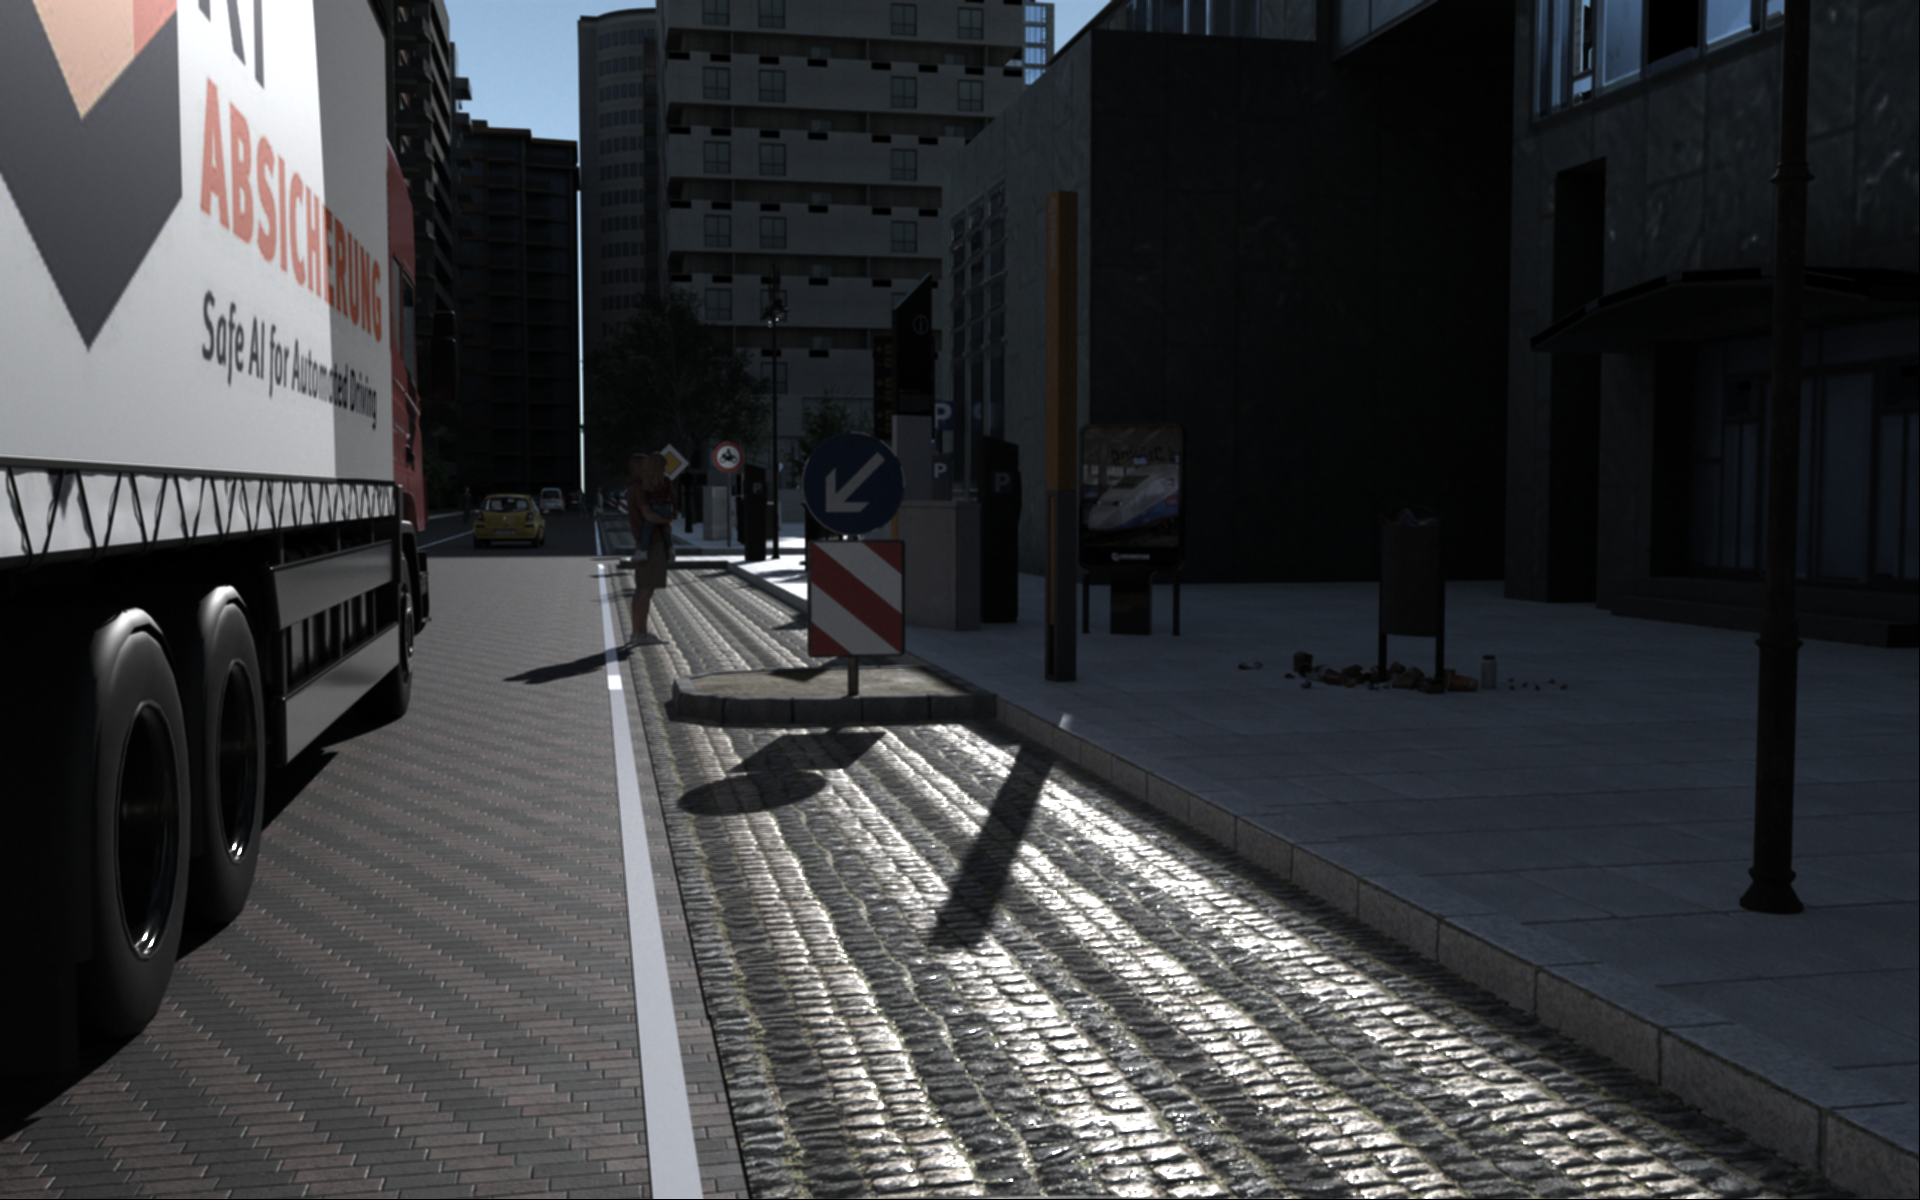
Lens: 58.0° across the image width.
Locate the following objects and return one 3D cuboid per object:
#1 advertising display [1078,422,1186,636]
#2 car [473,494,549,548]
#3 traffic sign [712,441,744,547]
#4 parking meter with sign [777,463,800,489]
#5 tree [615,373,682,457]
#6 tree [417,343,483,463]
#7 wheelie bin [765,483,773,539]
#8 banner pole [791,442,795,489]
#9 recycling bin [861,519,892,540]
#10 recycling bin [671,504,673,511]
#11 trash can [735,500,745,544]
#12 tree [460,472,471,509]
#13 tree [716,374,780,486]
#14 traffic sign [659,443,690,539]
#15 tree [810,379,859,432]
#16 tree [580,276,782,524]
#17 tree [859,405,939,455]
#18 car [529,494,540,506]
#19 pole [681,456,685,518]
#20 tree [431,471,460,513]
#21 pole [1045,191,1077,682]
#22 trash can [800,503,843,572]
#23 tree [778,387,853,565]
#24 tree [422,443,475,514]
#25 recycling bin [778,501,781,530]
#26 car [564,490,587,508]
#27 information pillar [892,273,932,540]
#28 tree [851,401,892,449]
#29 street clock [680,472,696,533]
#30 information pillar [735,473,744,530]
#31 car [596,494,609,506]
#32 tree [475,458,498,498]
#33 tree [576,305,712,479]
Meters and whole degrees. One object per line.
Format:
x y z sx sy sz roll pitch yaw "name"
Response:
1.564 -0.647 15.791 0.974 1.923 0.123 1 4 20 "advertising display"
-12.256 -2.262 47.215 2.015 1.641 3.980 -1 4 -10 "car"
-5.571 -2.544 41.706 0.768 2.556 0.104 -1 4 -9 "traffic sign"
-9.245 -6.098 95.970 1.738 3.016 0.543 2 4 25 "parking meter with sign"
-17.983 -9.296 102.359 4.360 8.622 3.978 0 3 0 "tree"
-32.178 -10.352 103.669 7.601 10.594 8.767 -1 4 -23 "tree"
-5.688 -2.529 49.263 0.980 1.594 0.693 -3 5 -43 "wheelie bin"
-7.952 -5.659 82.549 0.401 3.779 0.863 -1 4 -15 "banner pole"
-1.612 -1.365 34.880 0.722 1.027 0.722 -1 4 -8 "recycling bin"
-15.984 -5.026 94.723 0.722 1.027 0.722 -2 4 -32 "recycling bin"
-5.403 -2.002 44.386 0.748 1.137 0.748 0 3 0 "trash can"
-43.795 -9.666 152.636 1.663 3.219 1.824 0 3 0 "tree"
-12.352 -9.088 98.953 4.737 8.622 4.395 0 3 0 "tree"
-5.718 -1.866 34.146 0.795 2.450 0.064 -1 4 -12 "traffic sign"
-7.796 -9.875 111.823 4.360 8.622 3.978 0 3 0 "tree"
-11.567 -8.530 73.883 8.767 10.594 7.601 -2 4 -35 "tree"
-3.007 -9.268 101.889 4.360 8.622 3.978 0 3 0 "tree"
-43.527 -10.310 177.371 1.959 1.807 4.718 -1 4 -11 "car"
-14.794 -6.033 92.481 0.158 3.312 0.155 0 3 0 "pole"
-35.886 -7.667 119.962 1.663 3.219 1.824 0 3 0 "tree"
0.691 -1.099 11.813 0.158 3.312 0.155 0 3 0 "pole"
-2.142 -0.957 27.306 0.748 1.137 0.748 0 3 0 "trash can"
-2.529 -2.254 31.450 1.663 3.219 1.824 0 3 0 "tree"
-34.494 -7.805 111.321 4.285 4.588 4.351 0 3 0 "tree"
-6.724 -2.989 61.426 0.722 1.027 0.722 -1 4 -9 "recycling bin"
-39.009 -10.209 175.595 2.281 1.827 5.304 -1 4 -12 "car"
-0.495 -1.650 18.331 0.504 3.616 0.183 -3 5 -39 "information pillar"
-4.546 -9.595 107.233 4.737 8.622 4.395 0 3 0 "tree"
-8.987 -3.227 57.327 0.471 2.002 0.358 1 4 19 "street clock"
-7.781 -3.496 61.659 0.304 2.012 0.304 2 4 30 "information pillar"
-37.150 -10.364 181.461 2.014 1.417 4.499 -1 4 -12 "car"
-43.716 -10.629 157.494 4.285 4.588 4.351 0 3 0 "tree"
-20.641 -12.663 113.690 9.857 13.997 8.962 0 3 0 "tree"
